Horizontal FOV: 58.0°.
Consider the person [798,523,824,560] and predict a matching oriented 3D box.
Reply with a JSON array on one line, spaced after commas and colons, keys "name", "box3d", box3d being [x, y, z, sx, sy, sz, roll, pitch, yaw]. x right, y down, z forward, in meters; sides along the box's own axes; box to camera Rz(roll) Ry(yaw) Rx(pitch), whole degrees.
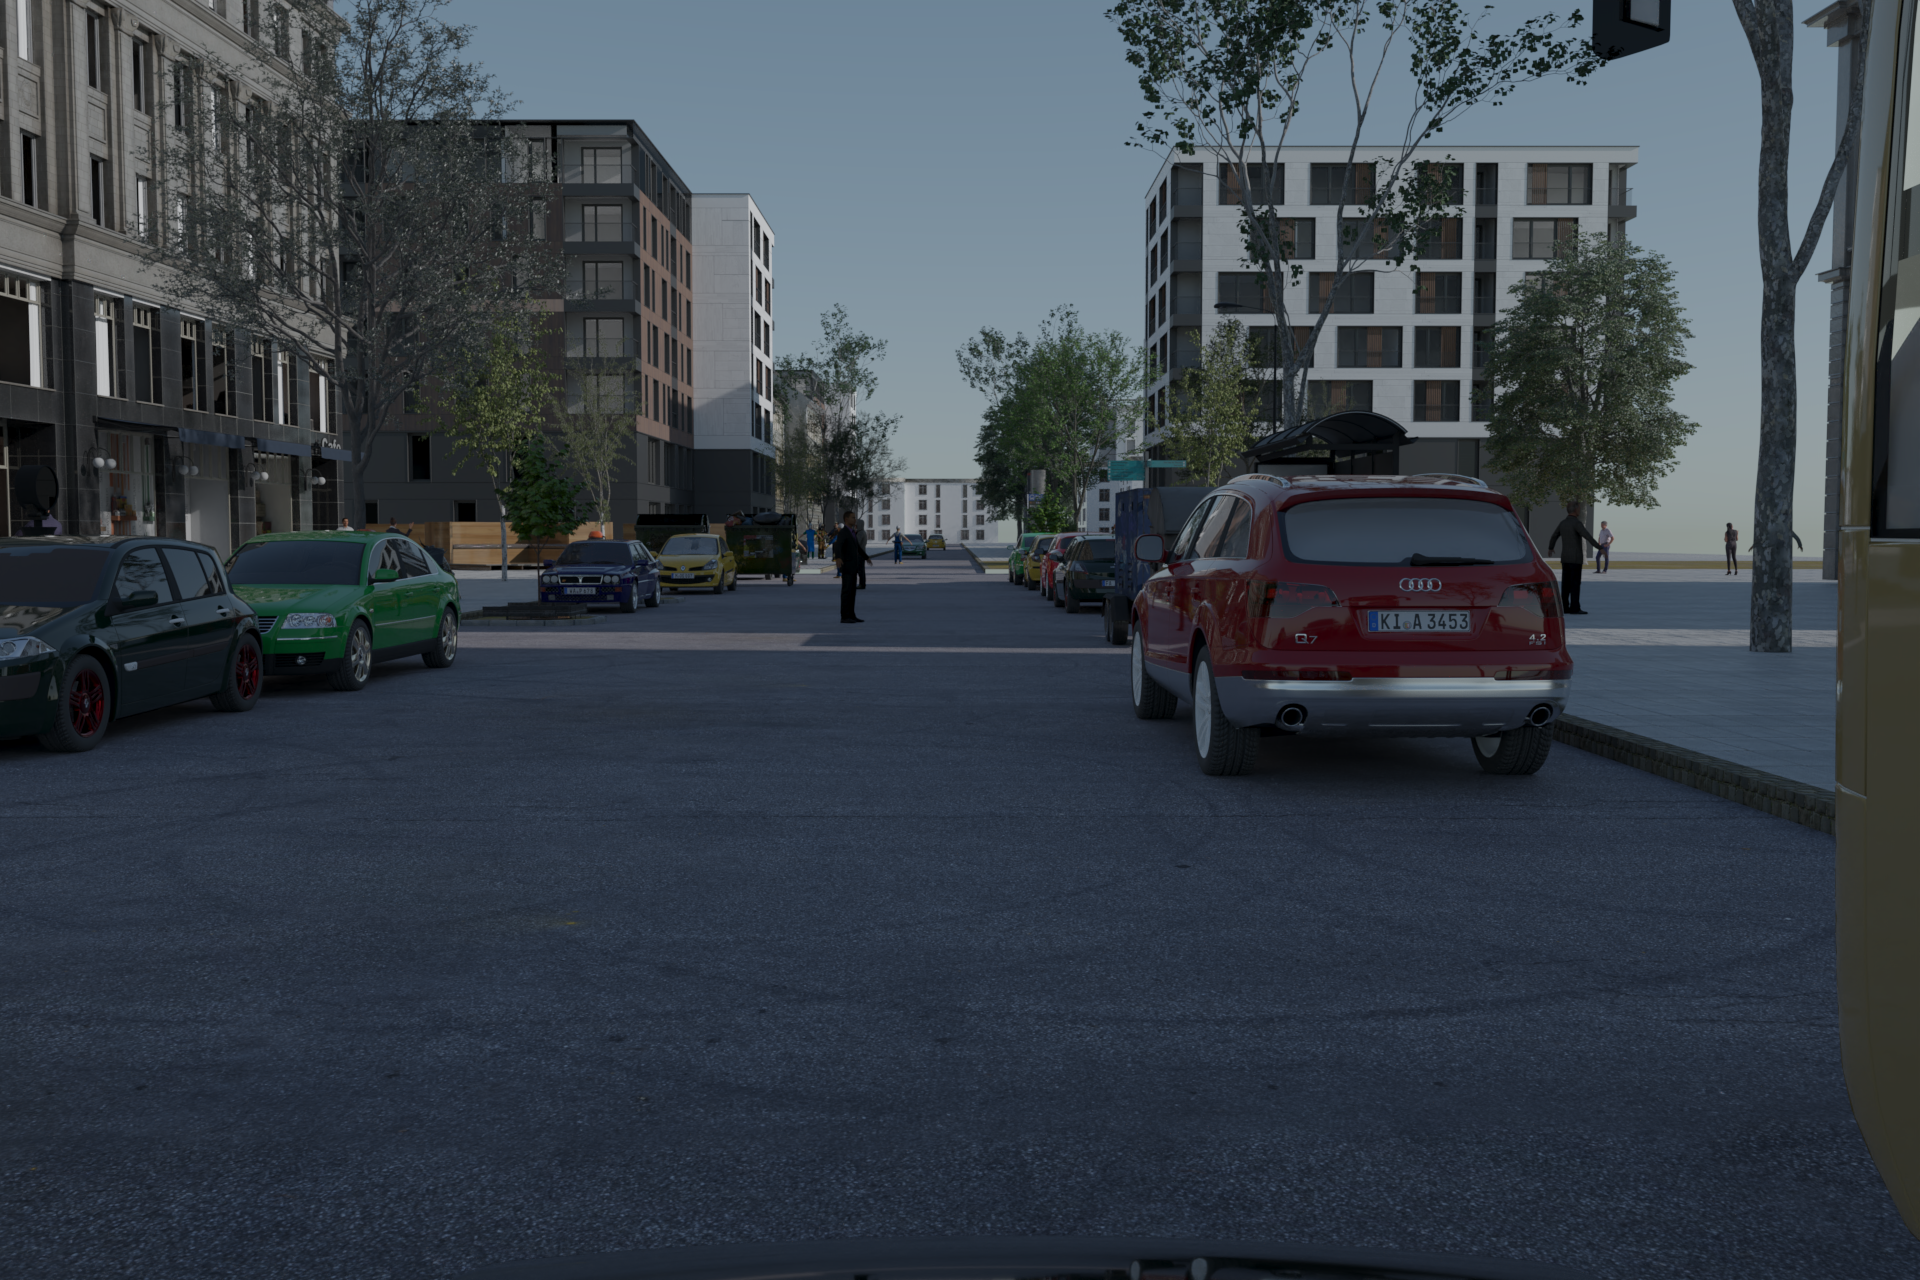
[{"name": "person", "box3d": [-7.545, -4.966, 87.323, 1.347, 1.817, 0.704, 0, 4, -1]}]

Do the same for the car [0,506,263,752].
[{"name": "car", "box3d": [-6.588, -0.172, 12.599, 2.009, 1.686, 4.222, 0, 3, 0]}]

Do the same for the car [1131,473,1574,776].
[{"name": "car", "box3d": [2.407, -0.193, 11.827, 2.281, 1.827, 5.304, 0, 4, -1]}]

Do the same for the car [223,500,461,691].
[{"name": "car", "box3d": [-6.350, -0.514, 17.204, 1.959, 1.807, 4.718, 0, 4, 0]}]

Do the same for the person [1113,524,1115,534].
[{"name": "person", "box3d": [7.628, -4.818, 85.039, 0.705, 1.796, 1.348, -1, 4, -9]}]

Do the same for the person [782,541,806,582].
[{"name": "person", "box3d": [-5.173, -2.684, 52.203, 0.705, 1.847, 1.347, 3, 4, 38]}]

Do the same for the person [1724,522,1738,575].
[{"name": "person", "box3d": [24.033, -2.843, 54.000, 0.415, 1.643, 0.593, 3, 5, 44]}]

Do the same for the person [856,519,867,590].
[{"name": "person", "box3d": [-2.599, -2.221, 44.895, 0.705, 1.813, 1.348, 1, 4, 9]}]

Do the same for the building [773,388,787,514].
[{"name": "building", "box3d": [-28.911, -21.674, 185.299, 19.493, 23.208, 18.063, 0, 4, -1]}]

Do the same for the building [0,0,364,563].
[{"name": "building", "box3d": [-29.671, -16.788, 54.080, 16.754, 29.471, 25.880, 0, 4, 0]}]

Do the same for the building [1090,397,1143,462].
[{"name": "building", "box3d": [23.035, -23.360, 238.351, 16.016, 20.090, 11.380, 0, 3, 0]}]

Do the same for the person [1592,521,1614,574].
[{"name": "person", "box3d": [20.841, -3.007, 56.138, 0.436, 1.711, 0.756, 0, 4, -7]}]

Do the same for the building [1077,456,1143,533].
[{"name": "building", "box3d": [19.082, -15.814, 200.702, 9.099, 9.664, 28.070, 0, 4, -1]}]

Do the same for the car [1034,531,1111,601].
[{"name": "car", "box3d": [2.749, -1.816, 38.740, 2.155, 1.783, 4.494, 0, 3, 0]}]

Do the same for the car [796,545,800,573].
[{"name": "car", "box3d": [-6.780, -3.245, 62.844, 2.009, 1.686, 4.222, 0, 4, 0]}]

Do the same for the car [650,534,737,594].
[{"name": "car", "box3d": [-6.499, -1.969, 42.423, 2.015, 1.641, 3.980, 0, 4, -1]}]

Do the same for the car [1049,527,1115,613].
[{"name": "car", "box3d": [2.725, -1.402, 32.711, 2.009, 1.686, 4.222, 0, 4, -1]}]

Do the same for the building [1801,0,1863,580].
[{"name": "building", "box3d": [28.087, -11.732, 32.472, 13.314, 22.015, 24.055, 0, 3, 0]}]

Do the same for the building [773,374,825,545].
[{"name": "building", "box3d": [-26.428, -22.855, 204.610, 19.493, 23.208, 18.063, 0, 4, 1]}]

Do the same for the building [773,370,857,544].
[{"name": "building", "box3d": [-28.742, -23.703, 231.513, 27.936, 21.610, 32.646, 0, 4, 0]}]

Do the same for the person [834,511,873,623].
[{"name": "person", "box3d": [-1.763, -1.178, 27.942, 0.704, 1.802, 1.346, 1, 4, 20]}]

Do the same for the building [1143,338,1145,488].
[{"name": "building", "box3d": [25.008, -16.831, 141.644, 16.747, 18.905, 31.486, 0, 3, 0]}]

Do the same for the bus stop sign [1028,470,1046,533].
[{"name": "bus stop sign", "box3d": [3.210, -5.026, 71.198, 0.837, 3.901, 0.837, 0, 3, 0]}]

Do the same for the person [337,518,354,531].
[{"name": "person", "box3d": [-19.934, -3.062, 56.226, 1.344, 1.810, 0.704, -2, 4, -35]}]

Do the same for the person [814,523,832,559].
[{"name": "person", "box3d": [-7.135, -5.106, 89.243, 0.705, 1.858, 1.354, 3, 5, 42]}]

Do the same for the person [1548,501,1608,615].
[{"name": "person", "box3d": [9.831, -1.319, 27.746, 0.705, 1.807, 1.348, -1, 4, -20]}]

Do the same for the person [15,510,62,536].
[{"name": "person", "box3d": [-13.022, -1.093, 24.361, 0.568, 1.767, 0.683, 1, 4, 21]}]

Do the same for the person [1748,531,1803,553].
[{"name": "person", "box3d": [16.514, -1.724, 35.025, 1.217, 1.735, 0.721, -1, 4, -11]}]

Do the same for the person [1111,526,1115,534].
[{"name": "person", "box3d": [8.811, -5.747, 100.762, 0.721, 1.733, 1.217, 2, 4, 31]}]

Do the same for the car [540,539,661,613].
[{"name": "car", "box3d": [-6.753, -1.226, 32.628, 1.945, 1.354, 3.894, 0, 4, 0]}]

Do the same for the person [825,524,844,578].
[{"name": "person", "box3d": [-3.928, -2.889, 56.154, 0.721, 1.772, 1.216, 3, 5, 39]}]

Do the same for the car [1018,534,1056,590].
[{"name": "car", "box3d": [2.563, -2.157, 45.493, 2.015, 1.641, 3.980, 0, 3, 0]}]

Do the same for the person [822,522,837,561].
[{"name": "person", "box3d": [-5.899, -4.685, 82.371, 1.354, 1.856, 0.705, -1, 4, -18]}]

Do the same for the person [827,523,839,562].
[{"name": "person", "box3d": [-5.686, -4.510, 79.878, 0.704, 1.812, 1.346, -3, 4, -36]}]

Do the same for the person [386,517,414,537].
[{"name": "person", "box3d": [-14.771, -2.377, 45.712, 0.742, 1.727, 0.445, -1, 4, -10]}]

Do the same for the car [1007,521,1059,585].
[{"name": "car", "box3d": [2.363, -2.520, 49.992, 1.959, 1.807, 4.718, 0, 4, -2]}]

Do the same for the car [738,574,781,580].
[{"name": "car", "box3d": [-6.715, -2.760, 55.345, 2.015, 1.641, 3.980, 0, 4, 0]}]

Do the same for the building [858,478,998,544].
[{"name": "building", "box3d": [-8.235, -19.151, 257.721, 28.070, 9.664, 9.099, 0, 4, -2]}]

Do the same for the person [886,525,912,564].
[{"name": "person", "box3d": [-2.944, -4.553, 82.757, 1.347, 1.847, 0.705, 1, 4, 20]}]

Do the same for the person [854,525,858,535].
[{"name": "person", "box3d": [-5.820, -5.541, 96.784, 1.347, 1.806, 0.705, 1, 4, 9]}]

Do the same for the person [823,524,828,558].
[{"name": "person", "box3d": [-7.200, -5.195, 91.076, 1.345, 1.843, 0.704, 2, 4, 31]}]

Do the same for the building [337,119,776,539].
[{"name": "building", "box3d": [-26.552, -15.782, 102.005, 27.936, 21.610, 32.646, 0, 3, 0]}]

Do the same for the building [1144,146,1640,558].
[{"name": "building", "box3d": [25.137, -16.134, 107.759, 27.936, 21.610, 32.646, 0, 3, 0]}]
